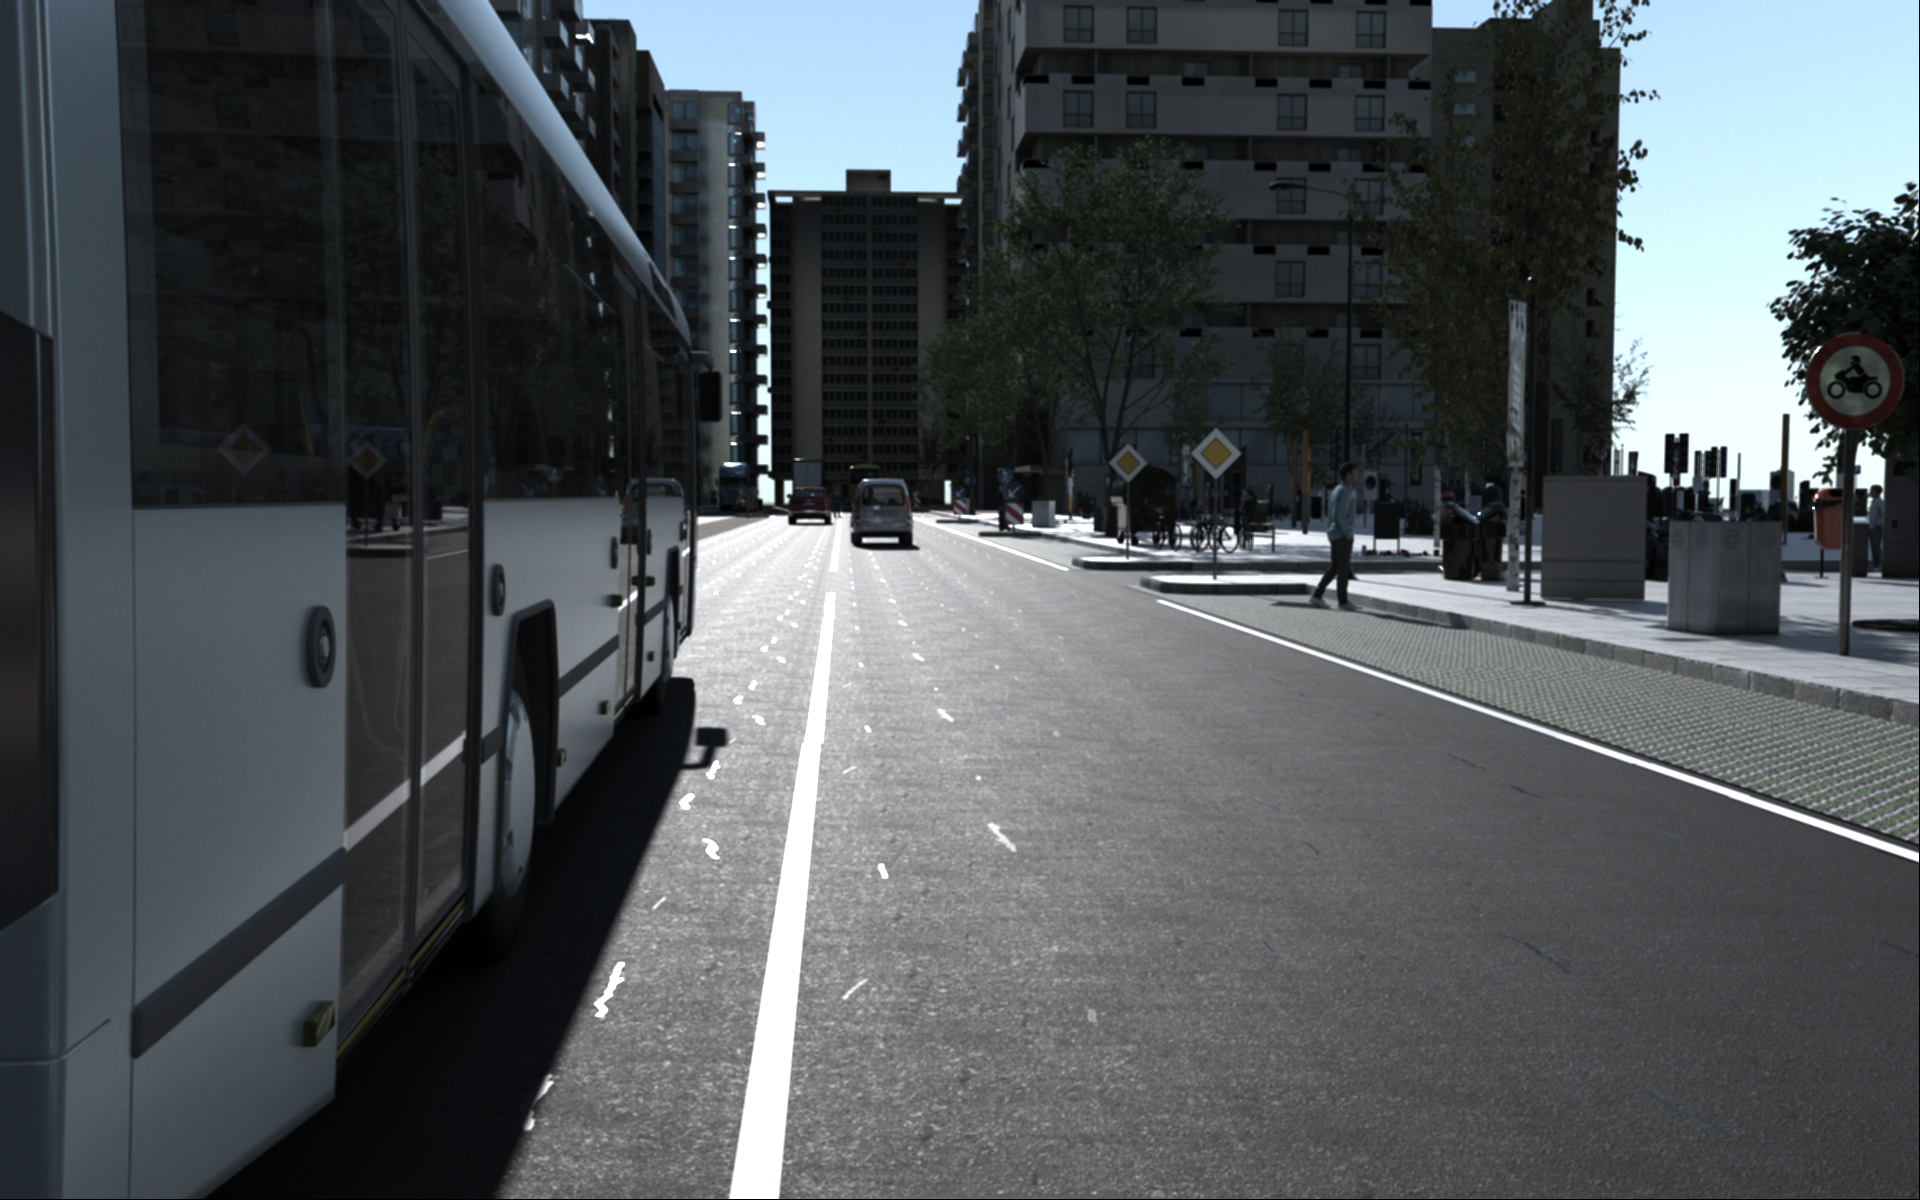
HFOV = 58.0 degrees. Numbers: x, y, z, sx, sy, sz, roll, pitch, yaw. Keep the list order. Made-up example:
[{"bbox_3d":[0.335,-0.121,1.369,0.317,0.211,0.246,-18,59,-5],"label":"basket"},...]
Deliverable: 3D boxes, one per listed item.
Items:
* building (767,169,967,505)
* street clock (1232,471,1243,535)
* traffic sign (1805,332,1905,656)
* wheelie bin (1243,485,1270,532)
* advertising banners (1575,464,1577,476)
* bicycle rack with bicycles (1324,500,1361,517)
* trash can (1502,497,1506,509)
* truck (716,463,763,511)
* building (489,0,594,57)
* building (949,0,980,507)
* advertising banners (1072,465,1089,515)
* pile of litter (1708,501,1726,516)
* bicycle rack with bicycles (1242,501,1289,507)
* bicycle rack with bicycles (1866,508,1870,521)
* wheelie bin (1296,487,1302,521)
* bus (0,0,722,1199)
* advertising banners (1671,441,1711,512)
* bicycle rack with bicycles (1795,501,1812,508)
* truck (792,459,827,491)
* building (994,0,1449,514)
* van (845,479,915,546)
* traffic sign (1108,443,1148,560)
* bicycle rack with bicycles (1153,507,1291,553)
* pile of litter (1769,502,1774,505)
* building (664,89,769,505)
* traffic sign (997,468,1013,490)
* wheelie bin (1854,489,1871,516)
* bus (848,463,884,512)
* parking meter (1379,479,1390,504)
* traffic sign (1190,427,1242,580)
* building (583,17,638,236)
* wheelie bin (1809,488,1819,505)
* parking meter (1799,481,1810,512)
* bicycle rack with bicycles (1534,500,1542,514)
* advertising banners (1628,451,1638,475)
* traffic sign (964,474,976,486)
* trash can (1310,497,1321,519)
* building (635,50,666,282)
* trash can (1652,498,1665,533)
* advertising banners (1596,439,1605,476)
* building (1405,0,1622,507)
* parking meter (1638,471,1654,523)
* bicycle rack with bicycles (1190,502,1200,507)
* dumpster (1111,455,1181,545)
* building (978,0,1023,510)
[{"bbox_3d":[-11.111,-31.692,210.052,23.993,40.220,32.217,0,4,-4],"label":"building"},{"bbox_3d":[8.725,-3.053,54.488,0.358,2.002,0.471,1,4,13],"label":"street clock"},{"bbox_3d":[7.029,-0.831,13.701,0.768,2.556,0.104,0,4,2],"label":"traffic sign"},{"bbox_3d":[10.001,-3.107,58.711,0.980,1.594,0.693,-3,4,-36],"label":"wheelie bin"},{"bbox_3d":[31.850,-5.692,89.251,0.090,3.025,2.074,1,4,12],"label":"advertising banners"},{"bbox_3d":[20.670,-5.139,97.404,2.852,0.926,2.925,-3,4,-37],"label":"bicycle rack with bicycles"},{"bbox_3d":[26.317,-4.465,84.663,0.748,1.137,0.748,0,3,0],"label":"trash can"},{"bbox_3d":[-19.800,-10.224,156.921,2.967,4.110,18.799,0,4,-2],"label":"truck"},{"bbox_3d":[-37.964,-30.713,121.770,23.786,49.044,30.456,0,4,-4],"label":"building"},{"bbox_3d":[11.273,-33.452,166.552,23.786,49.044,30.456,0,4,-4],"label":"building"},{"bbox_3d":[7.238,-6.653,104.969,0.090,3.025,2.074,3,4,37],"label":"advertising banners"},{"bbox_3d":[44.890,-5.449,103.058,1.176,0.858,1.719,0,4,6],"label":"pile of litter"},{"bbox_3d":[14.201,-4.215,82.292,2.925,0.926,2.852,-1,4,-19],"label":"bicycle rack with bicycles"},{"bbox_3d":[45.322,-4.332,84.215,2.852,0.926,2.925,2,4,33],"label":"bicycle rack with bicycles"},{"bbox_3d":[16.197,-4.567,82.578,0.693,1.594,0.980,0,4,8],"label":"wheelie bin"},{"bbox_3d":[-2.884,-0.825,8.341,2.948,3.499,13.247,0,4,-5],"label":"bus"},{"bbox_3d":[24.071,-3.728,57.143,0.090,3.025,2.074,-1,4,-12],"label":"advertising banners"},{"bbox_3d":[54.454,-5.840,108.863,2.925,0.926,2.852,-2,4,-32],"label":"bicycle rack with bicycles"},{"bbox_3d":[-12.622,-9.559,145.200,2.839,4.237,11.283,0,4,-3],"label":"truck"},{"bbox_3d":[16.855,-32.678,123.518,28.713,52.752,27.495,0,4,-4],"label":"building"},{"bbox_3d":[-2.254,-2.583,49.245,2.013,2.044,4.112,0,4,-5],"label":"van"},{"bbox_3d":[3.280,-1.850,33.883,0.795,2.450,0.064,0,4,-4],"label":"traffic sign"},{"bbox_3d":[5.807,-1.558,38.855,2.852,0.926,2.925,-1,4,-10],"label":"bicycle rack with bicycles"},{"bbox_3d":[45.651,-5.057,96.643,1.176,0.858,1.719,1,4,13],"label":"pile of litter"},{"bbox_3d":[-38.034,-35.768,204.423,30.456,49.044,23.786,0,4,-4],"label":"building"},{"bbox_3d":[2.236,-5.249,85.932,0.768,2.556,0.104,0,4,1],"label":"traffic sign"},{"bbox_3d":[52.235,-5.654,100.344,0.980,1.594,0.693,1,4,21],"label":"wheelie bin"},{"bbox_3d":[-7.508,-8.999,138.680,2.896,3.916,12.252,0,4,-2],"label":"bus"},{"bbox_3d":[16.236,-3.701,66.215,0.399,1.863,0.255,-3,5,-41],"label":"parking meter"},{"bbox_3d":[3.818,-1.362,25.916,0.795,2.450,0.064,0,4,-4],"label":"traffic sign"},{"bbox_3d":[-34.676,-28.191,144.510,14.154,41.232,14.086,0,4,-4],"label":"building"},{"bbox_3d":[46.771,-5.314,94.789,0.980,1.594,0.693,-1,4,-18],"label":"wheelie bin"},{"bbox_3d":[36.530,-4.235,74.945,0.255,1.863,0.399,0,4,-7],"label":"parking meter"},{"bbox_3d":[36.456,-5.826,108.635,2.852,0.926,2.925,-2,4,-31],"label":"bicycle rack with bicycles"},{"bbox_3d":[27.233,-4.614,71.630,0.090,3.025,2.074,-2,4,-24],"label":"advertising banners"},{"bbox_3d":[0.636,-6.614,108.247,0.768,2.556,0.104,0,4,4],"label":"traffic sign"},{"bbox_3d":[18.525,-4.784,89.868,0.748,1.137,0.748,0,3,0],"label":"trash can"},{"bbox_3d":[-37.080,-31.942,172.358,14.200,45.320,14.600,0,4,-4],"label":"building"},{"bbox_3d":[22.768,-2.768,56.916,0.748,1.137,0.748,0,3,0],"label":"trash can"},{"bbox_3d":[20.519,-3.583,54.766,0.090,3.025,2.074,0,4,4],"label":"advertising banners"},{"bbox_3d":[54.072,-33.709,174.836,21.600,48.544,21.300,0,4,-4],"label":"building"},{"bbox_3d":[17.270,-2.319,43.627,0.399,1.863,0.255,1,4,23],"label":"parking meter"},{"bbox_3d":[9.909,-4.027,79.227,2.852,0.926,2.925,3,5,42],"label":"bicycle rack with bicycles"},{"bbox_3d":[4.711,-2.536,43.953,1.502,2.255,1.985,0,4,-4],"label":"dumpster"},{"bbox_3d":[8.411,-28.179,144.318,14.154,41.232,14.086,0,4,-4],"label":"building"}]
